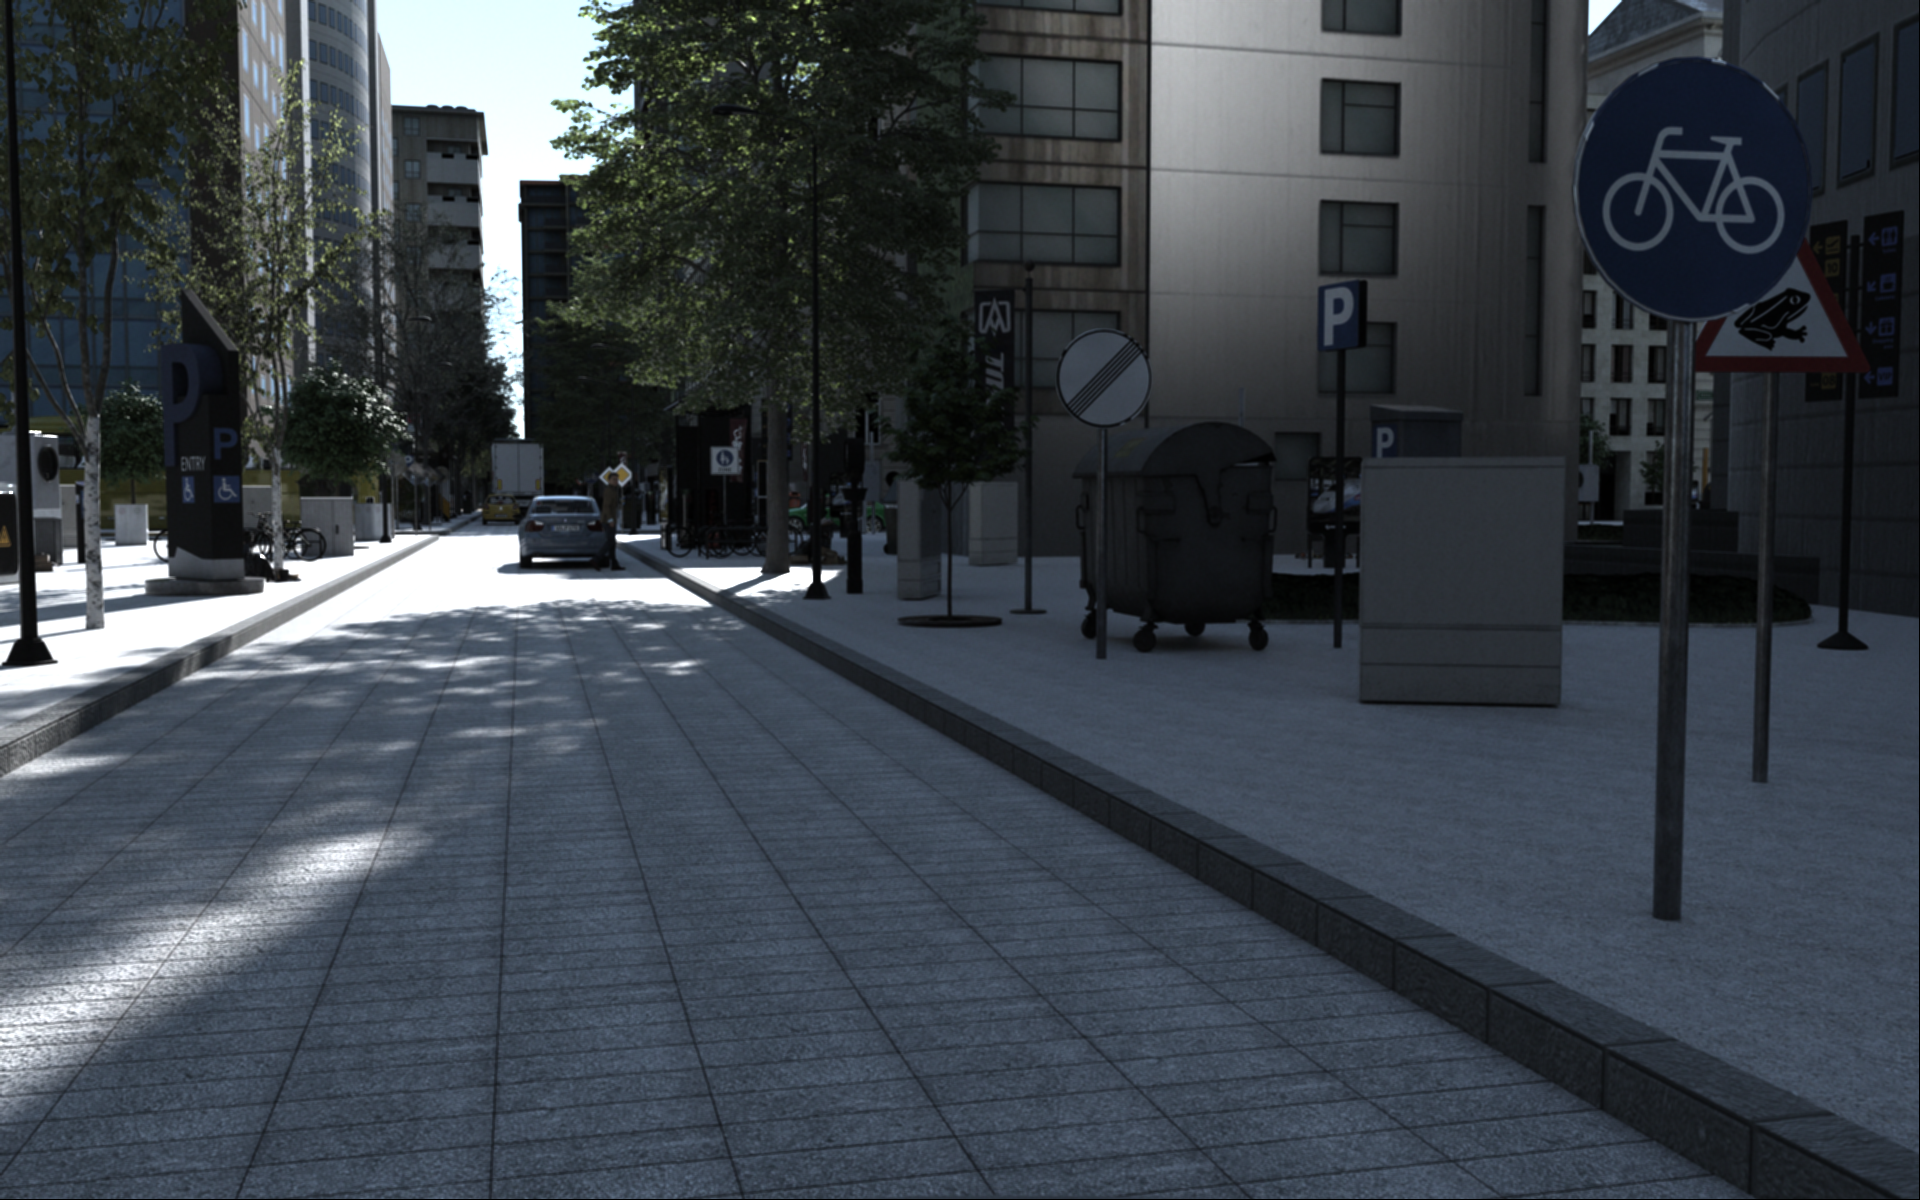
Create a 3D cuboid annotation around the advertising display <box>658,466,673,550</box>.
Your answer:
[{"bbox_3d":[-6.768,-2.118,39.846,0.123,1.923,0.974,-1,4,-22],"label":"advertising display"}]

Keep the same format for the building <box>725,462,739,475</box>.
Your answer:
[{"bbox_3d":[-24.452,-28.527,238.121,14.107,30.474,14.160,-1,4,-14],"label":"building"}]

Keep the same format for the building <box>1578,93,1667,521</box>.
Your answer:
[{"bbox_3d":[24.989,-14.081,84.974,16.860,20.320,10.420,-1,4,-14],"label":"building"}]

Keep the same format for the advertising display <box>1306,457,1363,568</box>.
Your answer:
[{"bbox_3d":[6.510,-1.521,30.075,0.974,1.923,0.123,0,4,-3],"label":"advertising display"}]

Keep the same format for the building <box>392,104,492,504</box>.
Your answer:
[{"bbox_3d":[-75.272,-39.368,232.911,27.495,52.752,28.713,-1,4,-14],"label":"building"}]

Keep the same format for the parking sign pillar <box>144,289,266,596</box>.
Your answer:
[{"bbox_3d":[-9.769,-2.071,22.333,1.447,3.967,1.447,3,5,42],"label":"parking sign pillar"}]

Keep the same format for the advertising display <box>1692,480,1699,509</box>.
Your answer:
[{"bbox_3d":[34.211,-4.666,81.501,0.974,1.923,0.123,2,4,33],"label":"advertising display"}]

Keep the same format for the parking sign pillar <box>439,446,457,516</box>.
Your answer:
[{"bbox_3d":[-28.787,-6.605,96.457,1.447,3.967,1.447,-3,5,-40],"label":"parking sign pillar"}]

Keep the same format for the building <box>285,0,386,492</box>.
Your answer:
[{"bbox_3d":[-59.501,-36.687,141.836,21.231,58.520,28.212,-1,4,-14],"label":"building"}]

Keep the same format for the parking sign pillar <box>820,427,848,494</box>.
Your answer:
[{"bbox_3d":[-4.850,-4.650,64.502,1.447,3.967,1.447,-2,4,-24],"label":"parking sign pillar"}]

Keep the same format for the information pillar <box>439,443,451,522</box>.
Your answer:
[{"bbox_3d":[-23.692,-5.397,79.595,0.504,3.616,0.183,1,4,14],"label":"information pillar"}]

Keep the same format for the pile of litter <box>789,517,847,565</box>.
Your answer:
[{"bbox_3d":[-2.648,-1.088,31.758,1.719,0.858,1.176,3,5,43],"label":"pile of litter"}]

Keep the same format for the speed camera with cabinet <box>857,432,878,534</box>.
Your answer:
[{"bbox_3d":[-3.244,-3.748,55.620,0.660,3.252,2.038,-2,4,-23],"label":"speed camera with cabinet"}]

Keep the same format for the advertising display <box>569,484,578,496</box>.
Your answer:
[{"bbox_3d":[-26.386,-6.915,118.270,0.123,1.923,0.974,1,4,18],"label":"advertising display"}]

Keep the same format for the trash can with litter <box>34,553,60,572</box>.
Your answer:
[{"bbox_3d":[-15.501,-1.052,28.585,1.055,1.170,0.624,-3,4,-38],"label":"trash can with litter"}]

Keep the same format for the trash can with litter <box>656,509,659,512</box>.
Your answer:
[{"bbox_3d":[-20.217,-6.437,116.640,1.055,1.170,0.624,0,4,-2],"label":"trash can with litter"}]

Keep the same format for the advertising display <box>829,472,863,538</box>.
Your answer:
[{"bbox_3d":[-3.346,-2.797,50.949,0.974,1.923,0.123,0,4,3],"label":"advertising display"}]

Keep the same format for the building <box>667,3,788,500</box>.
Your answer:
[{"bbox_3d":[-17.876,-28.402,147.964,14.154,41.232,14.086,-1,4,-14],"label":"building"}]

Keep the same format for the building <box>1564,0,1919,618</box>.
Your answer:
[{"bbox_3d":[20.574,-28.953,15.379,21.231,58.520,28.212,-1,4,-14],"label":"building"}]

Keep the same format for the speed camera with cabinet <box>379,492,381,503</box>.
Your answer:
[{"bbox_3d":[-41.943,-8.042,125.830,2.038,3.252,0.660,-2,4,-30],"label":"speed camera with cabinet"}]

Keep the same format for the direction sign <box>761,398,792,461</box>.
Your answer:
[{"bbox_3d":[-4.304,-2.982,40.758,0.876,3.537,0.379,2,4,31],"label":"direction sign"}]

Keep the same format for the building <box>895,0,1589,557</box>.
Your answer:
[{"bbox_3d":[5.406,-21.927,42.098,14.154,41.232,14.086,-1,4,-14],"label":"building"}]

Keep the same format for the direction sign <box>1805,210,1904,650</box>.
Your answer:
[{"bbox_3d":[7.349,-1.365,14.315,0.379,3.537,0.876,-1,4,-22],"label":"direction sign"}]

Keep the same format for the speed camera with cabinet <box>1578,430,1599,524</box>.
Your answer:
[{"bbox_3d":[19.165,-3.672,54.367,0.660,3.252,2.038,-1,4,-18],"label":"speed camera with cabinet"}]

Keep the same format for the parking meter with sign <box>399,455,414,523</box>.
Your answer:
[{"bbox_3d":[-24.989,-4.987,77.800,0.543,3.016,1.738,-2,4,-31],"label":"parking meter with sign"}]

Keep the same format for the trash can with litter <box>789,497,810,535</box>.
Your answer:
[{"bbox_3d":[-5.018,-2.693,55.093,2.233,1.210,1.678,-3,4,-38],"label":"trash can with litter"}]

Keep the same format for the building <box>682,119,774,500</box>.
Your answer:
[{"bbox_3d":[-8.754,-20.880,117.808,17.030,29.872,44.131,-1,4,-14],"label":"building"}]

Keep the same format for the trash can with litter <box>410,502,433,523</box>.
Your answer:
[{"bbox_3d":[-23.587,-3.925,75.568,0.624,1.170,1.055,3,5,41],"label":"trash can with litter"}]

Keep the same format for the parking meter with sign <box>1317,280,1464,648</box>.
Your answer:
[{"bbox_3d":[3.902,-1.130,14.729,1.738,3.016,0.543,-2,4,-25],"label":"parking meter with sign"}]

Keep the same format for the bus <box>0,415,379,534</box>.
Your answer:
[{"bbox_3d":[-25.148,-3.914,55.541,12.252,3.916,2.896,-1,4,-14],"label":"bus"}]

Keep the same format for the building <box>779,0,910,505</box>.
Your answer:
[{"bbox_3d":[4.653,-17.268,79.602,25.104,27.353,12.463,-1,4,-14],"label":"building"}]

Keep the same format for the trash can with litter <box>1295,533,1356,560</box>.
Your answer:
[{"bbox_3d":[7.594,-1.439,34.591,2.233,1.210,1.678,-1,4,-16],"label":"trash can with litter"}]

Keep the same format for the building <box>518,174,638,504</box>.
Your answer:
[{"bbox_3d":[-46.730,-35.554,235.930,28.867,44.769,22.147,-1,4,-14],"label":"building"}]

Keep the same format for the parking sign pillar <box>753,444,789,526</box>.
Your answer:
[{"bbox_3d":[-7.347,-4.836,67.546,1.447,3.967,1.447,-2,4,-30],"label":"parking sign pillar"}]

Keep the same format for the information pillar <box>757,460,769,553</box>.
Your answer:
[{"bbox_3d":[-4.190,-2.026,37.625,0.304,2.012,0.304,2,4,34],"label":"information pillar"}]

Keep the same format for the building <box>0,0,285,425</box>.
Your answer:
[{"bbox_3d":[-35.810,-25.721,70.652,14.600,45.320,14.200,-1,4,-14],"label":"building"}]

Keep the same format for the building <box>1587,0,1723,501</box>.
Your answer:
[{"bbox_3d":[44.296,-18.557,90.792,23.554,28.519,14.401,-1,4,-14],"label":"building"}]

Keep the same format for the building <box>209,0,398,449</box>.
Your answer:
[{"bbox_3d":[-61.346,-31.449,164.297,14.600,45.320,14.200,-1,4,-14],"label":"building"}]

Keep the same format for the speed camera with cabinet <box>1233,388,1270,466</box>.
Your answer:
[{"bbox_3d":[5.036,-2.281,31.634,0.660,3.252,2.038,2,4,32],"label":"speed camera with cabinet"}]

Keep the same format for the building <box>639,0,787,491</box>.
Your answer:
[{"bbox_3d":[-19.069,-33.175,166.111,21.300,48.544,21.600,-1,4,-14],"label":"building"}]

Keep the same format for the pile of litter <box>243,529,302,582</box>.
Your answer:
[{"bbox_3d":[-10.542,-0.712,25.605,1.719,0.858,1.176,2,4,31],"label":"pile of litter"}]

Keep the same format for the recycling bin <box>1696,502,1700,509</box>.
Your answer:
[{"bbox_3d":[24.326,-2.666,56.150,0.722,1.027,0.722,3,4,38],"label":"recycling bin"}]

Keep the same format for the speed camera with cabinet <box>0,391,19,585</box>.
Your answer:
[{"bbox_3d":[-13.781,-1.875,24.987,0.660,3.252,2.038,0,3,0],"label":"speed camera with cabinet"}]

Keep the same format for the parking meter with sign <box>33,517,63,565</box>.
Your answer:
[{"bbox_3d":[-17.124,-2.131,31.103,1.738,3.016,0.543,0,4,-8],"label":"parking meter with sign"}]

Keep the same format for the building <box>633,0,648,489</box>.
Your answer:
[{"bbox_3d":[-24.959,-39.631,189.962,21.231,58.520,28.212,-1,4,-14],"label":"building"}]

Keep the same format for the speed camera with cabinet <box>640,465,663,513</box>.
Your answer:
[{"bbox_3d":[-20.815,-7.568,118.079,0.660,3.252,2.038,-3,5,-39],"label":"speed camera with cabinet"}]

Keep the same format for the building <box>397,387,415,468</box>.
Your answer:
[{"bbox_3d":[-74.446,-53.112,181.054,31.000,86.520,22.319,-1,4,-14],"label":"building"}]
